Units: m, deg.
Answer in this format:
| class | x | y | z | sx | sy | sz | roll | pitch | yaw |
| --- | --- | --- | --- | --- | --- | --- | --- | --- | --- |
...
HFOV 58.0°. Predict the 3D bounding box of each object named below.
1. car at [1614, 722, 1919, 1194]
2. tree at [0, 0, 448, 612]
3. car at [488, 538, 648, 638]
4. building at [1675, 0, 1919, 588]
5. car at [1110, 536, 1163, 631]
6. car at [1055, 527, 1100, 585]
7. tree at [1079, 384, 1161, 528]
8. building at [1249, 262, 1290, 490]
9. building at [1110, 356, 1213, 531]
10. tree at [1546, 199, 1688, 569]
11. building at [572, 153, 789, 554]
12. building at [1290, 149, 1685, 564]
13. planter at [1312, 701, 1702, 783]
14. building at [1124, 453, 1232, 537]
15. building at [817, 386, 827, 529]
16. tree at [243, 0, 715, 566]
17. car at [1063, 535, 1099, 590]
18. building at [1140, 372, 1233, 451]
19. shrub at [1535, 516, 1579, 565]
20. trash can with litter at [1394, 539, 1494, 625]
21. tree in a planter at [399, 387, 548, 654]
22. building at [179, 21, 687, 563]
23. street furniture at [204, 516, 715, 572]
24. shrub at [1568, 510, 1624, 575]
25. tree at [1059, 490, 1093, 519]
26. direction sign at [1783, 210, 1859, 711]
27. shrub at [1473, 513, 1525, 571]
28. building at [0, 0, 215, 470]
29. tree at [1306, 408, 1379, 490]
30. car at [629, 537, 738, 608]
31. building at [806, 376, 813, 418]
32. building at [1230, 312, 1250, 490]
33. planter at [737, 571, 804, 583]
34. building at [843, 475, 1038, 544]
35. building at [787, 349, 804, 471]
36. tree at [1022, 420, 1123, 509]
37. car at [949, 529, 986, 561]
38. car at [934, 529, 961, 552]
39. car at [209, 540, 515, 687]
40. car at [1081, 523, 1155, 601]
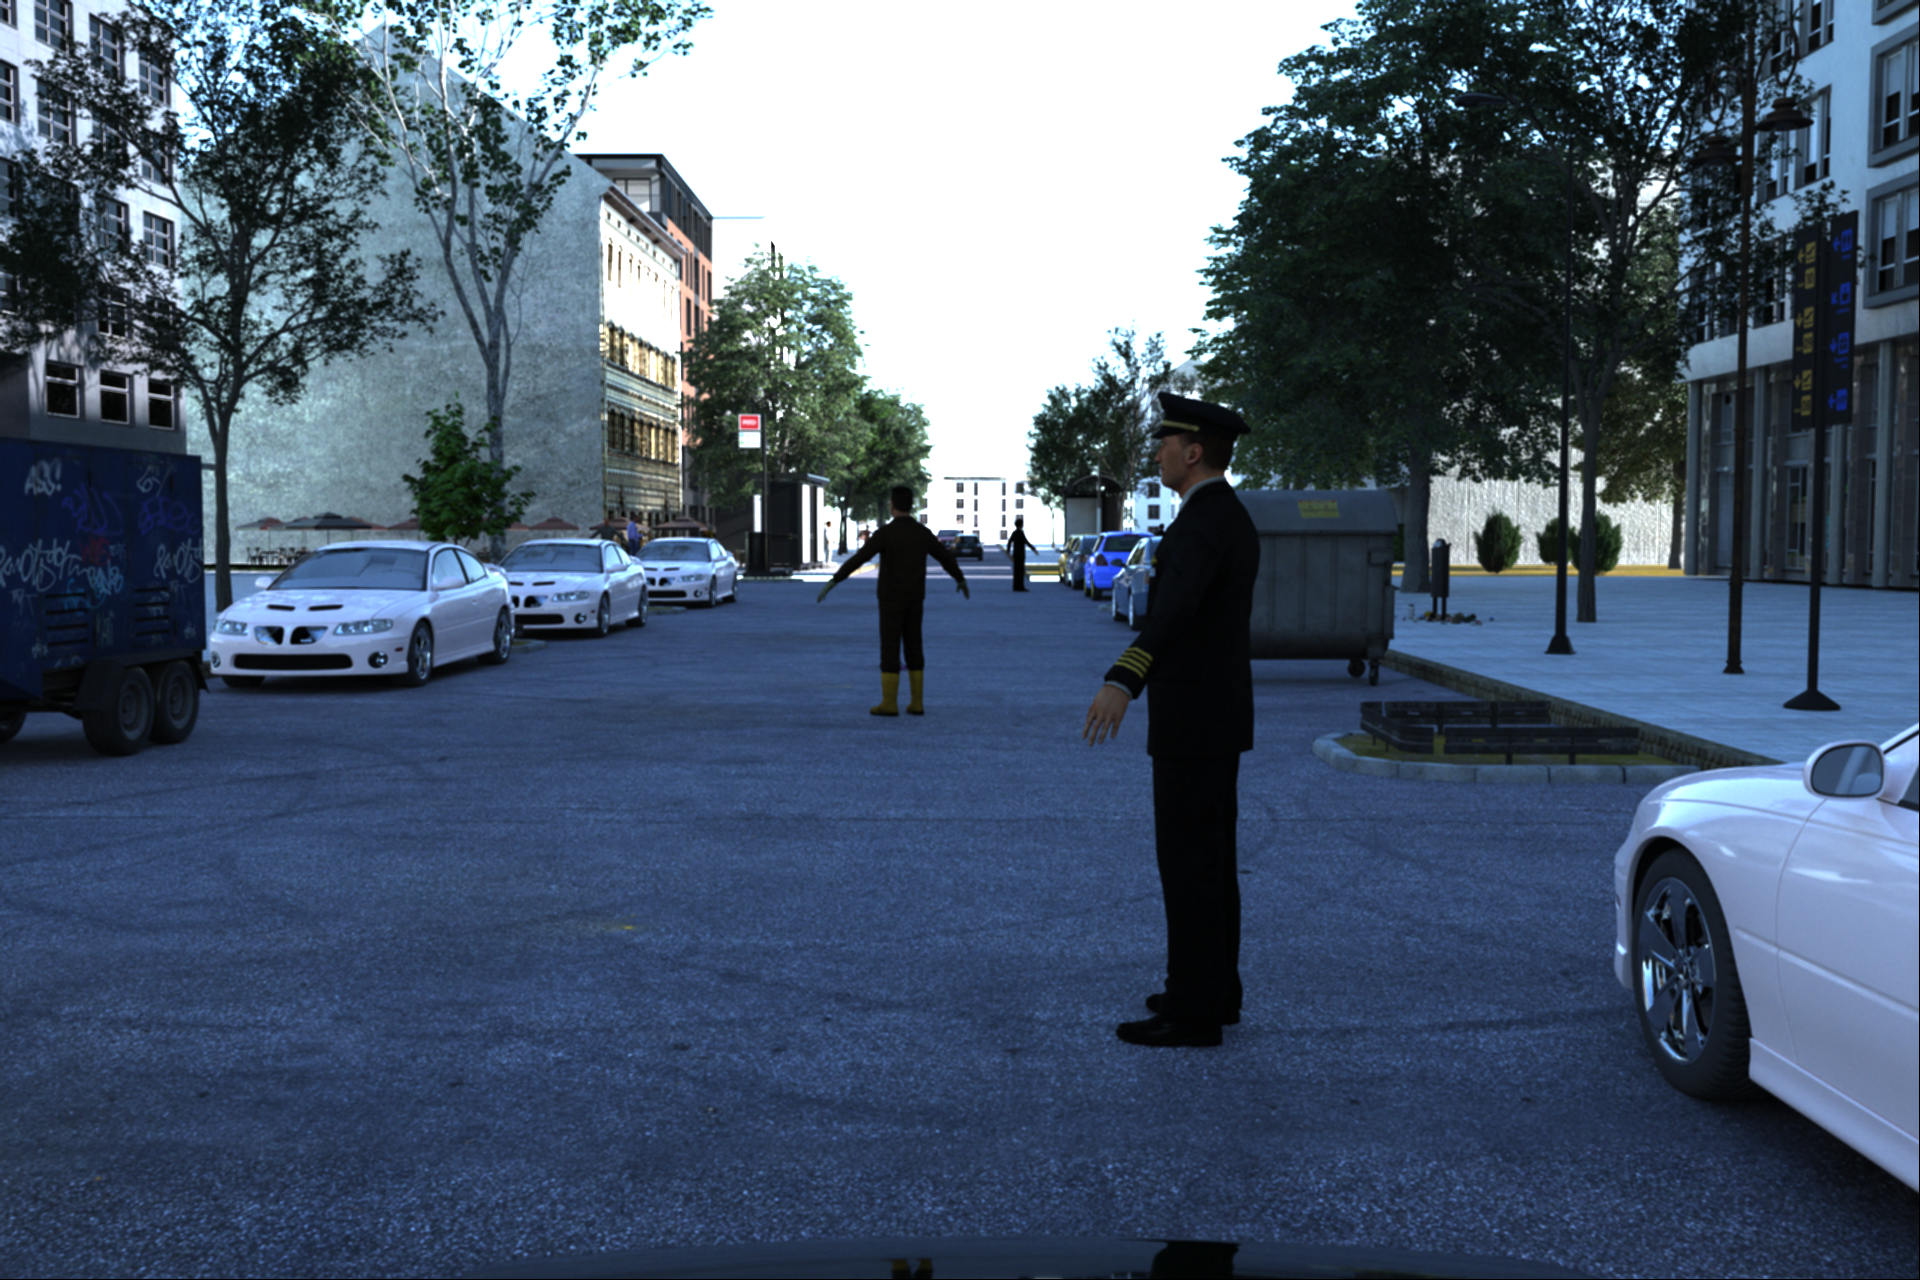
| class | x | y | z | sx | sy | sz | roll | pitch | yaw |
| --- | --- | --- | --- | --- | --- | --- | --- | --- | --- |
| car | 2.753 | 0.574 | 2.981 | 2.083 | 1.381 | 4.827 | 0 | 3 | 0 |
| tree | -12.244 | -5.720 | 27.939 | 8.767 | 10.594 | 7.601 | 1 | 4 | 13 |
| car | -5.806 | -0.797 | 25.401 | 2.083 | 1.381 | 4.827 | 0 | 4 | 1 |
| building | 29.101 | -13.508 | 28.453 | 19.016 | 26.051 | 41.698 | 0 | 4 | 1 |
| car | 3.396 | -0.919 | 27.024 | 2.014 | 1.417 | 4.499 | 0 | 4 | 0 |
| car | 3.783 | -2.454 | 50.348 | 2.015 | 1.641 | 3.980 | 0 | 4 | 0 |
| tree | 7.217 | -8.109 | 82.937 | 4.360 | 8.622 | 3.978 | 0 | 3 | 0 |
| building | 25.280 | -16.108 | 119.785 | 16.016 | 20.090 | 11.380 | 0 | 4 | 1 |
| building | 28.785 | -23.875 | 221.281 | 19.493 | 23.208 | 18.063 | 0 | 4 | 1 |
| tree | 26.360 | -9.590 | 63.447 | 9.857 | 13.997 | 8.962 | 0 | 3 | 0 |
| building | -26.394 | -16.247 | 109.619 | 27.936 | 21.610 | 32.646 | 0 | 4 | 0 |
| building | 27.921 | -13.565 | 88.248 | 16.747 | 18.905 | 31.486 | 0 | 4 | 1 |
| planter | 3.297 | 0.622 | 10.963 | 1.991 | 0.319 | 1.994 | 0 | 4 | 1 |
| building | 22.318 | -14.444 | 178.304 | 9.099 | 9.664 | 28.070 | 0 | 4 | 1 |
| building | -22.510 | -21.841 | 213.520 | 16.016 | 20.090 | 11.380 | 0 | 3 | 0 |
| tree | -12.886 | -11.385 | 42.033 | 12.611 | 20.169 | 13.585 | 0 | 3 | 0 |
| car | 3.774 | -2.080 | 46.014 | 2.014 | 1.417 | 4.499 | 0 | 4 | 0 |
| building | 26.490 | -21.438 | 206.937 | 16.016 | 20.090 | 11.380 | 0 | 4 | 0 |
| shrub | 24.586 | -4.113 | 71.286 | 1.661 | 2.075 | 1.752 | 0 | 3 | 0 |
| trash can with litter | 7.040 | -0.878 | 25.415 | 1.678 | 1.210 | 2.233 | 0 | 4 | 1 |
| tree in a planter | -6.181 | -1.467 | 21.201 | 1.991 | 3.239 | 1.994 | 0 | 4 | 2 |
| building | -24.474 | -15.470 | 83.859 | 19.493 | 23.208 | 18.063 | 0 | 4 | 1 |
| street furniture | -23.391 | -3.548 | 63.034 | 27.439 | 1.986 | 14.083 | 0 | 4 | 4 |
| shrub | 19.789 | -3.049 | 53.896 | 1.661 | 2.075 | 1.752 | 0 | 3 | 0 |
| tree | 17.710 | -19.245 | 249.065 | 7.601 | 10.594 | 8.767 | 0 | 4 | 5 |
| direction sign | 6.266 | -1.262 | 12.634 | 0.379 | 3.537 | 0.876 | 0 | 4 | 1 |
| shrub | 18.794 | -3.449 | 60.426 | 1.661 | 2.075 | 1.752 | 0 | 3 | 0 |
| building | -29.126 | -13.699 | 42.399 | 11.959 | 24.771 | 22.079 | 0 | 4 | 1 |
| tree | 13.713 | -7.115 | 66.696 | 4.360 | 8.622 | 3.978 | 0 | 3 | 0 |
| car | -5.653 | -1.386 | 35.019 | 2.083 | 1.381 | 4.827 | 0 | 4 | 1 |
| building | -22.149 | -20.599 | 193.212 | 16.016 | 20.090 | 11.380 | 0 | 3 | 0 |
| building | 26.598 | -17.130 | 136.500 | 16.016 | 20.090 | 11.380 | 0 | 4 | 1 |
| planter | -5.743 | -1.894 | 52.109 | 1.991 | 0.319 | 1.994 | 0 | 4 | 1 |
| building | -2.726 | -18.479 | 246.731 | 28.070 | 9.664 | 9.099 | 0 | 4 | -4 |
| building | -21.768 | -19.451 | 174.437 | 16.016 | 20.090 | 11.380 | 0 | 4 | 1 |
| tree | 8.414 | -11.933 | 129.522 | 8.767 | 10.594 | 7.601 | 1 | 4 | 16 |
| car | 0.379 | -5.139 | 93.807 | 2.009 | 1.686 | 4.222 | 0 | 4 | 1 |
| car | -0.746 | -6.781 | 119.547 | 2.281 | 1.827 | 5.304 | 0 | 4 | 1 |
| car | -5.940 | -0.328 | 17.721 | 2.083 | 1.381 | 4.827 | 0 | 4 | 1 |
| car | 3.681 | -1.773 | 38.586 | 1.945 | 1.707 | 3.694 | 0 | 4 | 0 |
